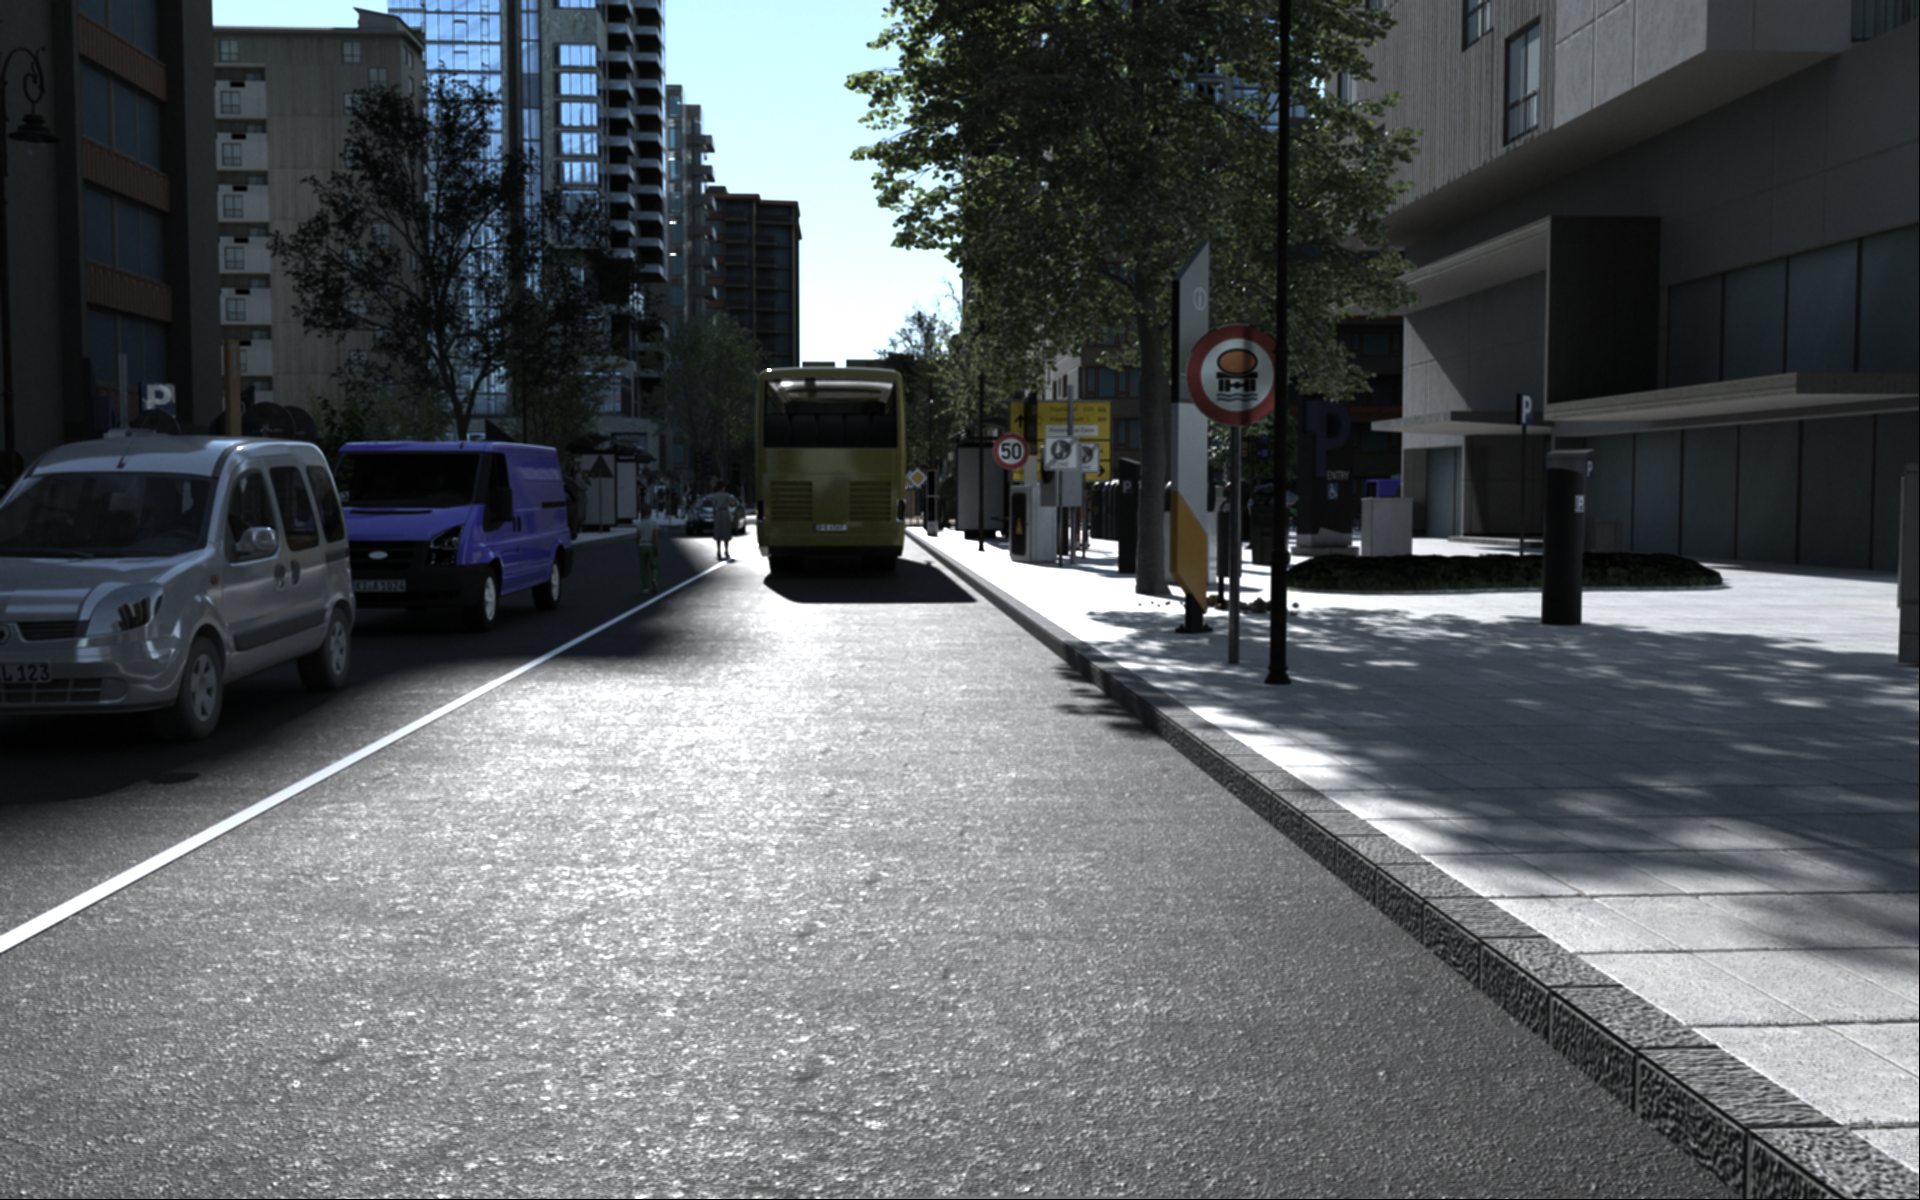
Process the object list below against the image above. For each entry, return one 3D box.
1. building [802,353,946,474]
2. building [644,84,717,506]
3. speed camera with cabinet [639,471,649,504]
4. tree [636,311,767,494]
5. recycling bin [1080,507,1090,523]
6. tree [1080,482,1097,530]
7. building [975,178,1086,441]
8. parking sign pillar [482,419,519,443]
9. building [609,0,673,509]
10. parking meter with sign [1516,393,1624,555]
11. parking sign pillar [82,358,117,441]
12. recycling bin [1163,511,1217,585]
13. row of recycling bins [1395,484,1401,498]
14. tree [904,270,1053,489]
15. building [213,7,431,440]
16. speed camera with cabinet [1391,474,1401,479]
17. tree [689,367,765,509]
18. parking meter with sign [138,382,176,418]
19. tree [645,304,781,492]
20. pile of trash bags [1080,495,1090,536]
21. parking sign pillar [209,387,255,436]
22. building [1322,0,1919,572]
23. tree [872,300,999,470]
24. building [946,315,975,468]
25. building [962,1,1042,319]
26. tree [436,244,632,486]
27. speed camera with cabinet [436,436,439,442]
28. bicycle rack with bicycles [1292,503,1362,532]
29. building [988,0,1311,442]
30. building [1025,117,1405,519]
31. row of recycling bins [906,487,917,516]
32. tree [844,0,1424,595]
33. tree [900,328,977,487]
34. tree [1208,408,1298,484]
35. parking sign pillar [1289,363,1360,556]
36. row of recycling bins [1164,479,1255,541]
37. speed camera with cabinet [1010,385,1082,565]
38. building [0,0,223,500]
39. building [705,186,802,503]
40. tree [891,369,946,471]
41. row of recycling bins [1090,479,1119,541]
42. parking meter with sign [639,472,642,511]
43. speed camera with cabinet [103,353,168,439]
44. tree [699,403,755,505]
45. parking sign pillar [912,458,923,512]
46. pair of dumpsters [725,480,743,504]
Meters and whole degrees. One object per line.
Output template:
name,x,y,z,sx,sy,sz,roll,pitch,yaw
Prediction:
building,-8.569,-25.007,253.895,28.899,21.520,27.650,0,4,-3
building,-44.023,-35.599,201.650,30.456,49.044,23.786,0,4,-3
speed camera with cabinet,-26.882,-9.277,146.012,0.660,3.252,2.038,1,4,13
tree,-14.651,-10.624,99.453,9.928,11.665,9.643,0,3,0
recycling bin,5.515,-3.995,77.878,0.722,1.027,0.722,-1,4,-21
tree,4.435,-4.146,62.380,1.663,3.219,1.824,0,3,0
building,8.245,-23.753,160.063,14.160,30.474,14.107,0,4,-3
parking sign pillar,-16.330,-4.472,61.592,1.447,3.967,1.447,1,4,17
building,-37.764,-51.822,159.964,22.319,86.520,31.000,0,4,-3
parking meter with sign,10.431,-2.039,29.605,1.738,3.016,0.543,3,5,40
parking sign pillar,-17.332,-2.843,34.963,1.447,3.967,1.447,-1,4,-19
recycling bin,3.282,-0.755,24.901,0.722,1.027,0.722,1,4,18
row of recycling bins,16.717,-3.412,62.901,1.069,1.692,3.534,3,4,36
tree,0.630,-6.446,55.751,4.360,8.622,3.978,0,3,0
building,-72.754,-37.151,196.665,27.495,52.752,28.713,0,4,-3
speed camera with cabinet,31.124,-7.762,121.245,2.038,3.252,0.660,0,4,6
tree,-18.588,-14.404,152.507,9.611,12.733,9.660,0,3,0
parking meter with sign,-13.200,-1.921,27.671,1.738,3.016,0.543,3,4,38
tree,-15.372,-12.301,111.483,12.009,13.543,11.850,0,3,0
pile of trash bags,4.843,-2.751,54.729,3.447,1.369,1.912,-3,5,-42
parking sign pillar,-17.971,-3.320,42.756,1.447,3.967,1.447,1,4,15
building,25.103,-27.520,39.184,28.713,52.752,27.495,0,4,-3
tree,-1.539,-9.154,84.074,7.601,10.594,8.767,-1,4,-22
building,13.382,-20.641,182.520,27.650,21.520,28.899,0,4,-3
building,8.864,-46.925,205.482,20.563,71.187,20.611,0,4,-3
tree,-12.084,-6.145,50.839,4.737,8.622,4.395,0,3,0
speed camera with cabinet,-17.782,-3.939,58.745,0.660,3.252,2.038,0,4,5
bicycle rack with bicycles,12.774,-2.851,59.996,2.852,0.926,2.925,0,4,-6
building,14.455,-50.121,132.150,22.319,86.520,31.000,0,4,-3
building,19.437,-15.493,98.347,28.899,21.520,27.650,0,4,-3
row of recycling bins,-3.136,-5.910,103.734,1.069,1.692,3.534,0,4,-5
tree,2.042,-6.351,21.970,7.486,12.596,7.792,0,3,0
tree,-0.947,-7.698,76.219,4.737,8.622,4.395,0,3,0
tree,9.757,-4.397,55.608,4.285,4.588,4.351,0,3,0
parking sign pillar,7.611,-2.911,36.062,1.447,3.967,1.447,-3,4,-38
row of recycling bins,7.274,-2.499,47.967,3.534,1.692,1.069,2,4,32
speed camera with cabinet,1.573,-2.306,32.045,0.660,3.252,2.038,-1,4,-22
building,-33.497,-23.746,42.872,28.867,44.769,22.147,0,4,-3
building,-37.214,-36.318,248.423,28.867,44.769,22.147,0,4,-3
tree,-4.739,-13.090,139.782,9.928,11.665,9.643,0,3,0
row of recycling bins,4.462,-2.539,48.629,1.069,1.692,3.534,-1,4,-9
parking meter with sign,-25.049,-8.447,134.375,0.543,3.016,1.738,2,4,25
speed camera with cabinet,-11.085,-1.837,24.374,2.038,3.252,0.660,2,4,24
tree,-17.220,-10.827,127.380,4.360,8.622,3.978,0,3,0
parking sign pillar,-3.151,-8.395,125.734,1.447,3.967,1.447,-1,4,-14
pair of dumpsters,-16.133,-7.292,121.711,1.574,2.255,4.437,0,4,-3
